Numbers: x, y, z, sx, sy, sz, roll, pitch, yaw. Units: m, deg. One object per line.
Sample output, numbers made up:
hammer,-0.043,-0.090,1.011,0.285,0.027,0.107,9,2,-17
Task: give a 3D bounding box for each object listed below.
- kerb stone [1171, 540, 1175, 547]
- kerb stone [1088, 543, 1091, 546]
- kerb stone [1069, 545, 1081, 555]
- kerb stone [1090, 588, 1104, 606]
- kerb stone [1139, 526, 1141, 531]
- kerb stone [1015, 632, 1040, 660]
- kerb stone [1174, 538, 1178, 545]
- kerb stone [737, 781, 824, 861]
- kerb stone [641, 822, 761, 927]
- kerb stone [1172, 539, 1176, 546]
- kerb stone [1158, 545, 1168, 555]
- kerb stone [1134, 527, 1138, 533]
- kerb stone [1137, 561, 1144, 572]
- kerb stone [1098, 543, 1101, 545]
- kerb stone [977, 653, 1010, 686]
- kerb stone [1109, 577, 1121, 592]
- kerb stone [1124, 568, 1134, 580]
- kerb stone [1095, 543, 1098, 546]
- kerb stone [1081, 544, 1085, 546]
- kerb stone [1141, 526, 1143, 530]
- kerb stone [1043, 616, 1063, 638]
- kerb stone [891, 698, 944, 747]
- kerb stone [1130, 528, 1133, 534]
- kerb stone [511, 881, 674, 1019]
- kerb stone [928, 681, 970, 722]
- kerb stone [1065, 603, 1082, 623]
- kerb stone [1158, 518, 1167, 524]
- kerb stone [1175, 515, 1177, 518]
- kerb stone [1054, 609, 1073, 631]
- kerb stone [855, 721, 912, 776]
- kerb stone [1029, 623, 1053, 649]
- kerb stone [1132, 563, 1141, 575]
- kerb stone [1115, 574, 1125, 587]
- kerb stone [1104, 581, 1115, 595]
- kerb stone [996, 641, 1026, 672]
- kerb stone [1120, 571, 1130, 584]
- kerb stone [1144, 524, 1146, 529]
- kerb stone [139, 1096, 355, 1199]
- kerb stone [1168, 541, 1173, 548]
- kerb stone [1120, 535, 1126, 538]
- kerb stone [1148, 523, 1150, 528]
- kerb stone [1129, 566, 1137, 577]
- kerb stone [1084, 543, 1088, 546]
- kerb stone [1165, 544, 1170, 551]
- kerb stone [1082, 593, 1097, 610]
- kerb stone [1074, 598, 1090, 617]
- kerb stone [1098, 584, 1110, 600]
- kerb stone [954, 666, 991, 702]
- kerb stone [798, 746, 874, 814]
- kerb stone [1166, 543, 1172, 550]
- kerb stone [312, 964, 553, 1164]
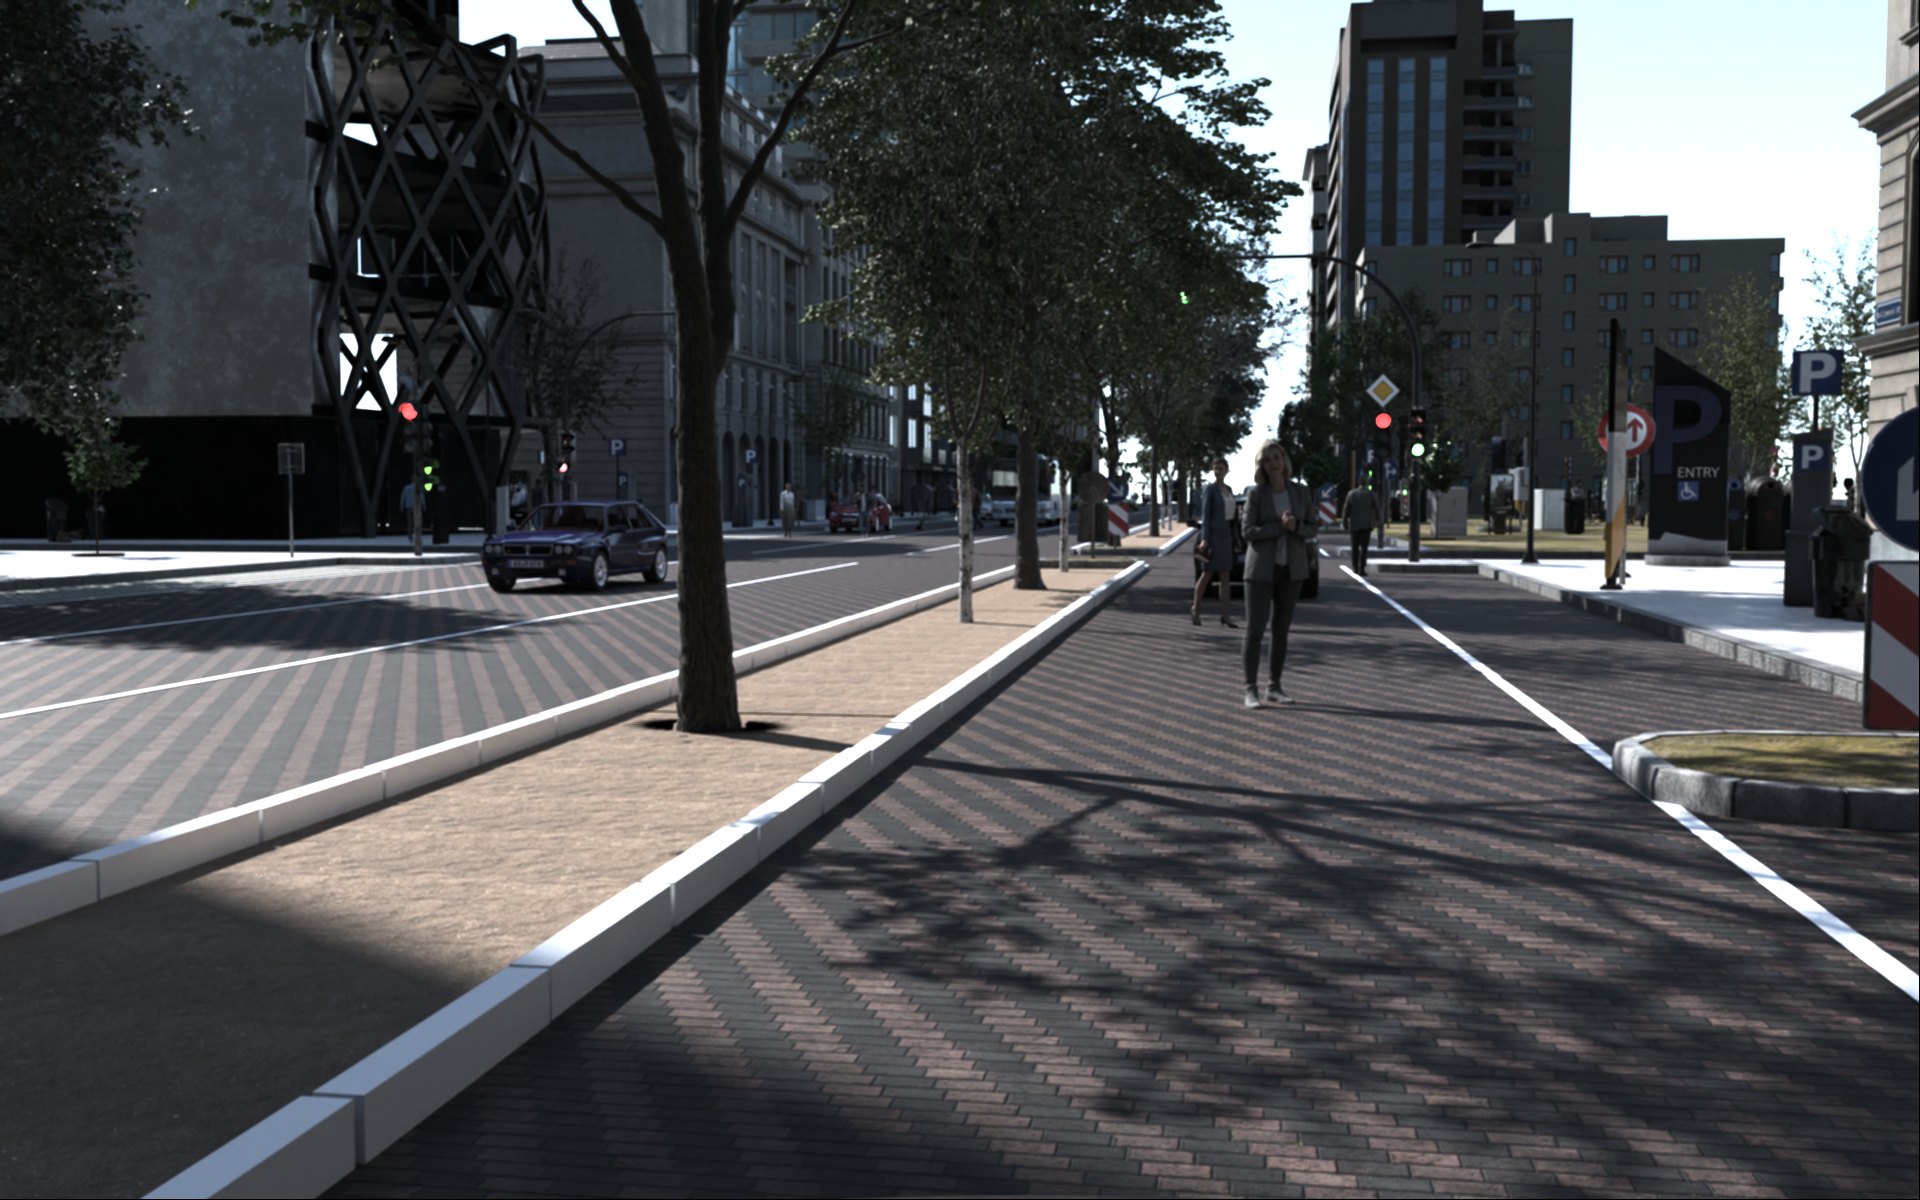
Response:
kerb stone,5.464,-1.409,45.286,0.120,0.150,1.000,1,4,9
kerb stone,3.223,-1.366,44.536,0.120,0.150,1.000,1,4,9
kerb stone,2.721,-1.176,41.508,0.120,0.150,1.000,1,4,9
kerb stone,1.737,-0.014,22.427,0.120,0.150,1.000,1,4,9
kerb stone,6.692,-2.664,65.778,0.120,0.150,1.000,1,4,9
kerb stone,0.571,0.420,15.330,0.120,0.150,1.000,1,4,9
kerb stone,5.799,-1.536,47.306,0.120,0.150,1.000,1,4,9
kerb stone,-0.758,0.927,7.238,0.120,0.150,1.000,1,4,9
kerb stone,-0.921,0.977,6.228,0.120,0.150,1.000,1,4,9
kerb stone,5.633,-1.473,46.298,0.120,0.150,1.000,1,4,9
kerb stone,4.811,-1.165,41.239,0.120,0.150,1.000,1,4,9
kerb stone,6.361,-2.541,63.743,0.120,0.150,1.000,1,4,9
kerb stone,3.223,-0.572,31.547,0.120,0.150,1.000,1,4,9
kerb stone,3.714,-1.552,47.572,0.120,0.150,1.000,1,4,9
kerb stone,0.240,0.548,13.306,0.120,0.150,1.000,1,4,9
kerb stone,2.229,-0.200,25.470,0.120,0.150,1.000,1,4,9
kerb stone,2.730,-0.386,28.512,0.120,0.150,1.000,1,4,9
kerb stone,3.552,-1.490,46.563,0.120,0.150,1.000,1,4,9
kerb stone,2.894,-1.242,42.515,0.120,0.150,1.000,1,4,9
kerb stone,6.864,-2.727,66.787,0.120,0.150,1.000,1,4,9
kerb stone,0.895,0.300,17.362,0.120,0.150,1.000,1,4,9
kerb stone,-0.255,0.730,10.267,0.120,0.150,1.000,1,4,9
kerb stone,5.871,-2.355,60.706,0.120,0.150,1.000,1,4,9
kerb stone,-1.089,1.039,5.210,0.120,0.150,1.000,1,4,9
kerb stone,-0.090,0.673,11.279,0.120,0.150,1.000,1,4,9
kerb stone,1.231,0.172,19.386,0.120,0.150,1.000,1,4,9
kerb stone,10.174,-3.965,87.029,0.120,0.150,1.000,1,4,9
kerb stone,12.994,-5.019,104.251,0.120,0.150,1.000,1,4,9
kerb stone,1.063,0.234,18.371,0.120,0.150,1.000,1,4,9
kerb stone,-0.421,0.803,9.259,0.120,0.150,1.000,1,4,9
kerb stone,0.738,0.357,16.351,0.120,0.150,1.000,1,4,9
kerb stone,3.055,-0.510,30.534,0.120,0.150,1.000,1,4,9
kerb stone,2.390,-0.258,26.480,0.120,0.150,1.000,1,4,9
kerb stone,2.060,-0.136,24.455,0.120,0.150,1.000,1,4,9
kerb stone,0.404,0.482,14.317,0.120,0.150,1.000,1,4,9
kerb stone,2.560,-0.324,27.497,0.120,0.150,1.000,1,4,9
kerb stone,7.195,-2.851,68.816,0.120,0.150,1.000,1,4,9
kerb stone,-1.425,1.162,3.193,0.120,0.150,1.000,1,4,9
kerb stone,5.305,-1.346,44.276,0.120,0.150,1.000,1,4,9
kerb stone,5.531,-2.232,58.689,0.120,0.150,1.000,1,4,9
kerb stone,7.696,-3.026,71.853,0.120,0.150,1.000,1,4,9
kerb stone,2.890,-0.448,29.525,0.120,0.150,1.000,1,4,9
kerb stone,3.059,-1.304,43.524,0.120,0.150,1.000,1,4,9
kerb stone,4.980,-1.227,42.258,0.120,0.150,1.000,1,4,9
kerb stone,1.558,0.048,21.412,0.120,0.150,1.000,1,4,9
kerb stone,1.397,0.110,20.395,0.120,0.150,1.000,1,4,9
kerb stone,1.898,-0.076,23.437,0.120,0.150,1.000,1,4,9
kerb stone,0.073,0.611,12.289,0.120,0.150,1.000,1,4,9
kerb stone,-0.586,0.853,8.246,0.120,0.150,1.000,1,4,9
kerb stone,5.143,-1.284,43.267,0.120,0.150,1.000,1,4,9
kerb stone,-1.249,1.101,4.201,0.120,0.150,1.000,1,4,9
